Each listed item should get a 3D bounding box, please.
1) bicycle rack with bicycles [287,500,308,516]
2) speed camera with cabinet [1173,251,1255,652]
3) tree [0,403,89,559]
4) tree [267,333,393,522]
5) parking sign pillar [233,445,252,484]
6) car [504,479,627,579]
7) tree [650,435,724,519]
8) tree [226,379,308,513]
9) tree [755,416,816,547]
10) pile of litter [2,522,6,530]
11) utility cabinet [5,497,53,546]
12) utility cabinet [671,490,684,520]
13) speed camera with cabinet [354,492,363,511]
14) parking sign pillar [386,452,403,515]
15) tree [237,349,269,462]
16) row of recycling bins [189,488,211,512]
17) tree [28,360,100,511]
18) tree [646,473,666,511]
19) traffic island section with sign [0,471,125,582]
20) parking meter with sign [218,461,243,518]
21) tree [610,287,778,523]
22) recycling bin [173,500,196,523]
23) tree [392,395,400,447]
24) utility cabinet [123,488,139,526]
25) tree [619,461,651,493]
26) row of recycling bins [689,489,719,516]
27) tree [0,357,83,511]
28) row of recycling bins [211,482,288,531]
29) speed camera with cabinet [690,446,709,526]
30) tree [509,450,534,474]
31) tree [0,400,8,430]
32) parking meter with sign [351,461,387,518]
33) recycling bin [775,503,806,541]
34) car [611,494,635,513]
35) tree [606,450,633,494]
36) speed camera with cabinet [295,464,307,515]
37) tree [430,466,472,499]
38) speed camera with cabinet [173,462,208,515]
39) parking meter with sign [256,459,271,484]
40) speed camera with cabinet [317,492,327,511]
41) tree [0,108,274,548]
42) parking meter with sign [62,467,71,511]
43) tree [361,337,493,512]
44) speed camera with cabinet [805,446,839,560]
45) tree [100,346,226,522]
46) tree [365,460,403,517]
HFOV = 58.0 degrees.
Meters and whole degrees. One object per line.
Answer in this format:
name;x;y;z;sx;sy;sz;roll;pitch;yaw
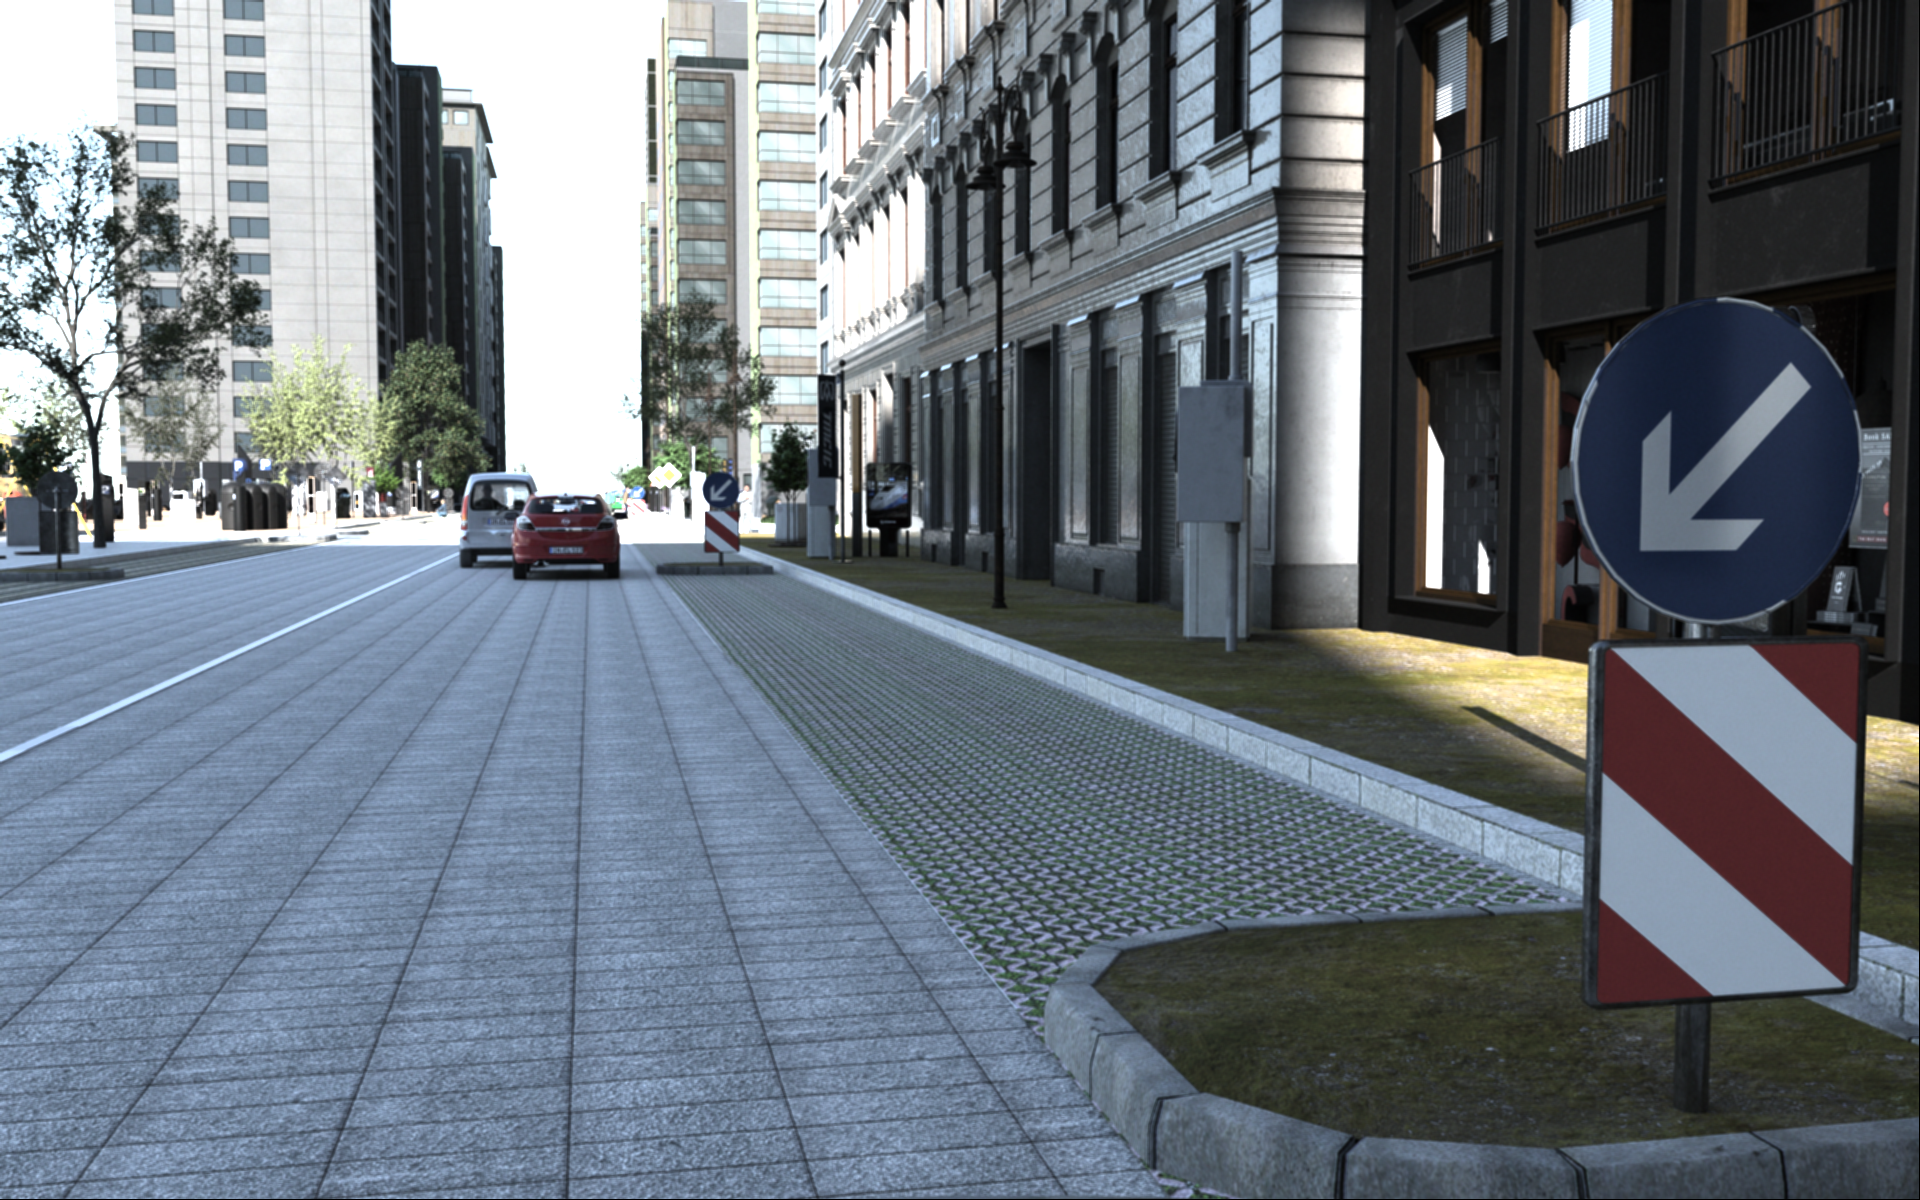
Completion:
bicycle rack with bicycles;-39.101;-5.338;100.662;2.852;0.926;2.925;-2;4;-32
speed camera with cabinet;2.211;-1.258;14.909;0.660;3.252;2.038;1;4;12
tree;-19.464;-2.587;36.892;1.663;3.219;1.824;0;3;0
tree;-28.542;-7.852;78.739;4.737;8.622;4.395;0;3;0
parking sign pillar;-38.997;-6.463;94.150;1.447;3.967;1.447;3;5;41
car;-6.979;-1.325;30.697;2.155;1.783;4.494;-1;4;-13
tree;-14.698;-6.849;95.695;4.285;4.588;4.351;0;3;0
tree;-43.875;-9.785;110.343;4.360;8.622;3.978;0;3;0
tree;-4.281;-3.063;44.688;1.663;3.219;1.824;0;3;0
pile of litter;-35.881;-3.228;66.749;1.719;0.858;1.176;-2;4;-35
utility cabinet;-23.070;-1.943;42.937;1.020;1.237;0.306;-2;4;-33
utility cabinet;-13.841;-4.667;84.986;0.318;1.500;1.173;-2;4;-25
speed camera with cabinet;-45.551;-8.441;132.340;2.038;3.252;0.660;3;5;43
parking sign pillar;-35.638;-7.382;109.168;1.447;3.967;1.447;1;4;13
tree;-32.681;-8.180;84.100;4.737;8.622;4.395;0;3;0
row of recycling bins;-54.991;-7.266;125.915;1.069;1.692;3.534;0;4;-1
tree;-45.690;-8.512;89.539;4.360;8.622;3.978;0;3;0
tree;-23.119;-8.382;131.653;1.663;3.219;1.824;0;3;0
traffic island section with sign;-15.199;-1.245;28.987;1.989;1.847;2.006;-1;4;-12
parking meter with sign;-38.533;-5.818;91.387;1.738;3.016;0.543;2;4;35
tree;-11.759;-8.740;77.319;8.767;10.594;7.601;1;4;17
recycling bin;-34.825;-3.990;77.785;0.722;1.027;0.722;3;5;40
tree;-39.741;-10.224;117.518;4.737;8.622;4.395;0;3;0
utility cabinet;-32.778;-3.659;68.504;0.318;1.500;1.173;-3;4;-37
tree;-31.858;-11.506;171.830;4.285;4.588;4.351;0;3;0
row of recycling bins;-15.310;-5.961;104.575;1.069;1.692;3.534;1;4;17
tree;-49.273;-8.758;93.557;4.737;8.622;4.395;0;3;0
row of recycling bins;-25.367;-3.383;62.431;1.069;1.692;3.534;1;4;8
speed camera with cabinet;-10.655;-4.688;70.989;0.660;3.252;2.038;-1;4;-14
tree;-71.225;-20.240;281.284;4.360;8.622;3.978;0;3;0
tree;-61.435;-9.600;107.328;4.360;8.622;3.978;0;3;0
parking meter with sign;-31.550;-5.887;92.515;1.738;3.016;0.543;-2;4;-24
recycling bin;-4.646;-2.151;47.723;0.722;1.027;0.722;1;4;17
car;-26.096;-7.660;134.034;1.959;1.807;4.718;-1;4;-12
tree;-56.137;-20.514;285.772;4.360;8.622;3.978;0;3;0
speed camera with cabinet;-40.361;-6.819;105.818;0.660;3.252;2.038;-1;4;-14
tree;-41.285;-9.608;140.805;4.285;4.588;4.351;0;3;0
speed camera with cabinet;-47.296;-6.847;106.289;2.038;3.252;0.660;0;4;-2
parking meter with sign;-35.060;-5.555;87.081;0.543;3.016;1.738;-2;4;-31
speed camera with cabinet;-48.491;-8.265;129.468;2.038;3.252;0.660;-3;4;-37
tree;-20.560;-6.543;41.389;8.767;10.594;7.601;0;4;-7
parking meter with sign;-51.576;-6.327;99.699;0.543;3.016;1.738;-1;4;-13
tree;-38.889;-12.799;126.274;9.611;12.733;9.660;0;3;0
speed camera with cabinet;-2.752;-2.445;34.308;0.660;3.252;2.038;0;4;-6
tree;-36.770;-7.930;80.022;4.360;8.622;3.978;0;3;0
tree;-32.765;-6.294;97.508;1.663;3.219;1.824;0;3;0
